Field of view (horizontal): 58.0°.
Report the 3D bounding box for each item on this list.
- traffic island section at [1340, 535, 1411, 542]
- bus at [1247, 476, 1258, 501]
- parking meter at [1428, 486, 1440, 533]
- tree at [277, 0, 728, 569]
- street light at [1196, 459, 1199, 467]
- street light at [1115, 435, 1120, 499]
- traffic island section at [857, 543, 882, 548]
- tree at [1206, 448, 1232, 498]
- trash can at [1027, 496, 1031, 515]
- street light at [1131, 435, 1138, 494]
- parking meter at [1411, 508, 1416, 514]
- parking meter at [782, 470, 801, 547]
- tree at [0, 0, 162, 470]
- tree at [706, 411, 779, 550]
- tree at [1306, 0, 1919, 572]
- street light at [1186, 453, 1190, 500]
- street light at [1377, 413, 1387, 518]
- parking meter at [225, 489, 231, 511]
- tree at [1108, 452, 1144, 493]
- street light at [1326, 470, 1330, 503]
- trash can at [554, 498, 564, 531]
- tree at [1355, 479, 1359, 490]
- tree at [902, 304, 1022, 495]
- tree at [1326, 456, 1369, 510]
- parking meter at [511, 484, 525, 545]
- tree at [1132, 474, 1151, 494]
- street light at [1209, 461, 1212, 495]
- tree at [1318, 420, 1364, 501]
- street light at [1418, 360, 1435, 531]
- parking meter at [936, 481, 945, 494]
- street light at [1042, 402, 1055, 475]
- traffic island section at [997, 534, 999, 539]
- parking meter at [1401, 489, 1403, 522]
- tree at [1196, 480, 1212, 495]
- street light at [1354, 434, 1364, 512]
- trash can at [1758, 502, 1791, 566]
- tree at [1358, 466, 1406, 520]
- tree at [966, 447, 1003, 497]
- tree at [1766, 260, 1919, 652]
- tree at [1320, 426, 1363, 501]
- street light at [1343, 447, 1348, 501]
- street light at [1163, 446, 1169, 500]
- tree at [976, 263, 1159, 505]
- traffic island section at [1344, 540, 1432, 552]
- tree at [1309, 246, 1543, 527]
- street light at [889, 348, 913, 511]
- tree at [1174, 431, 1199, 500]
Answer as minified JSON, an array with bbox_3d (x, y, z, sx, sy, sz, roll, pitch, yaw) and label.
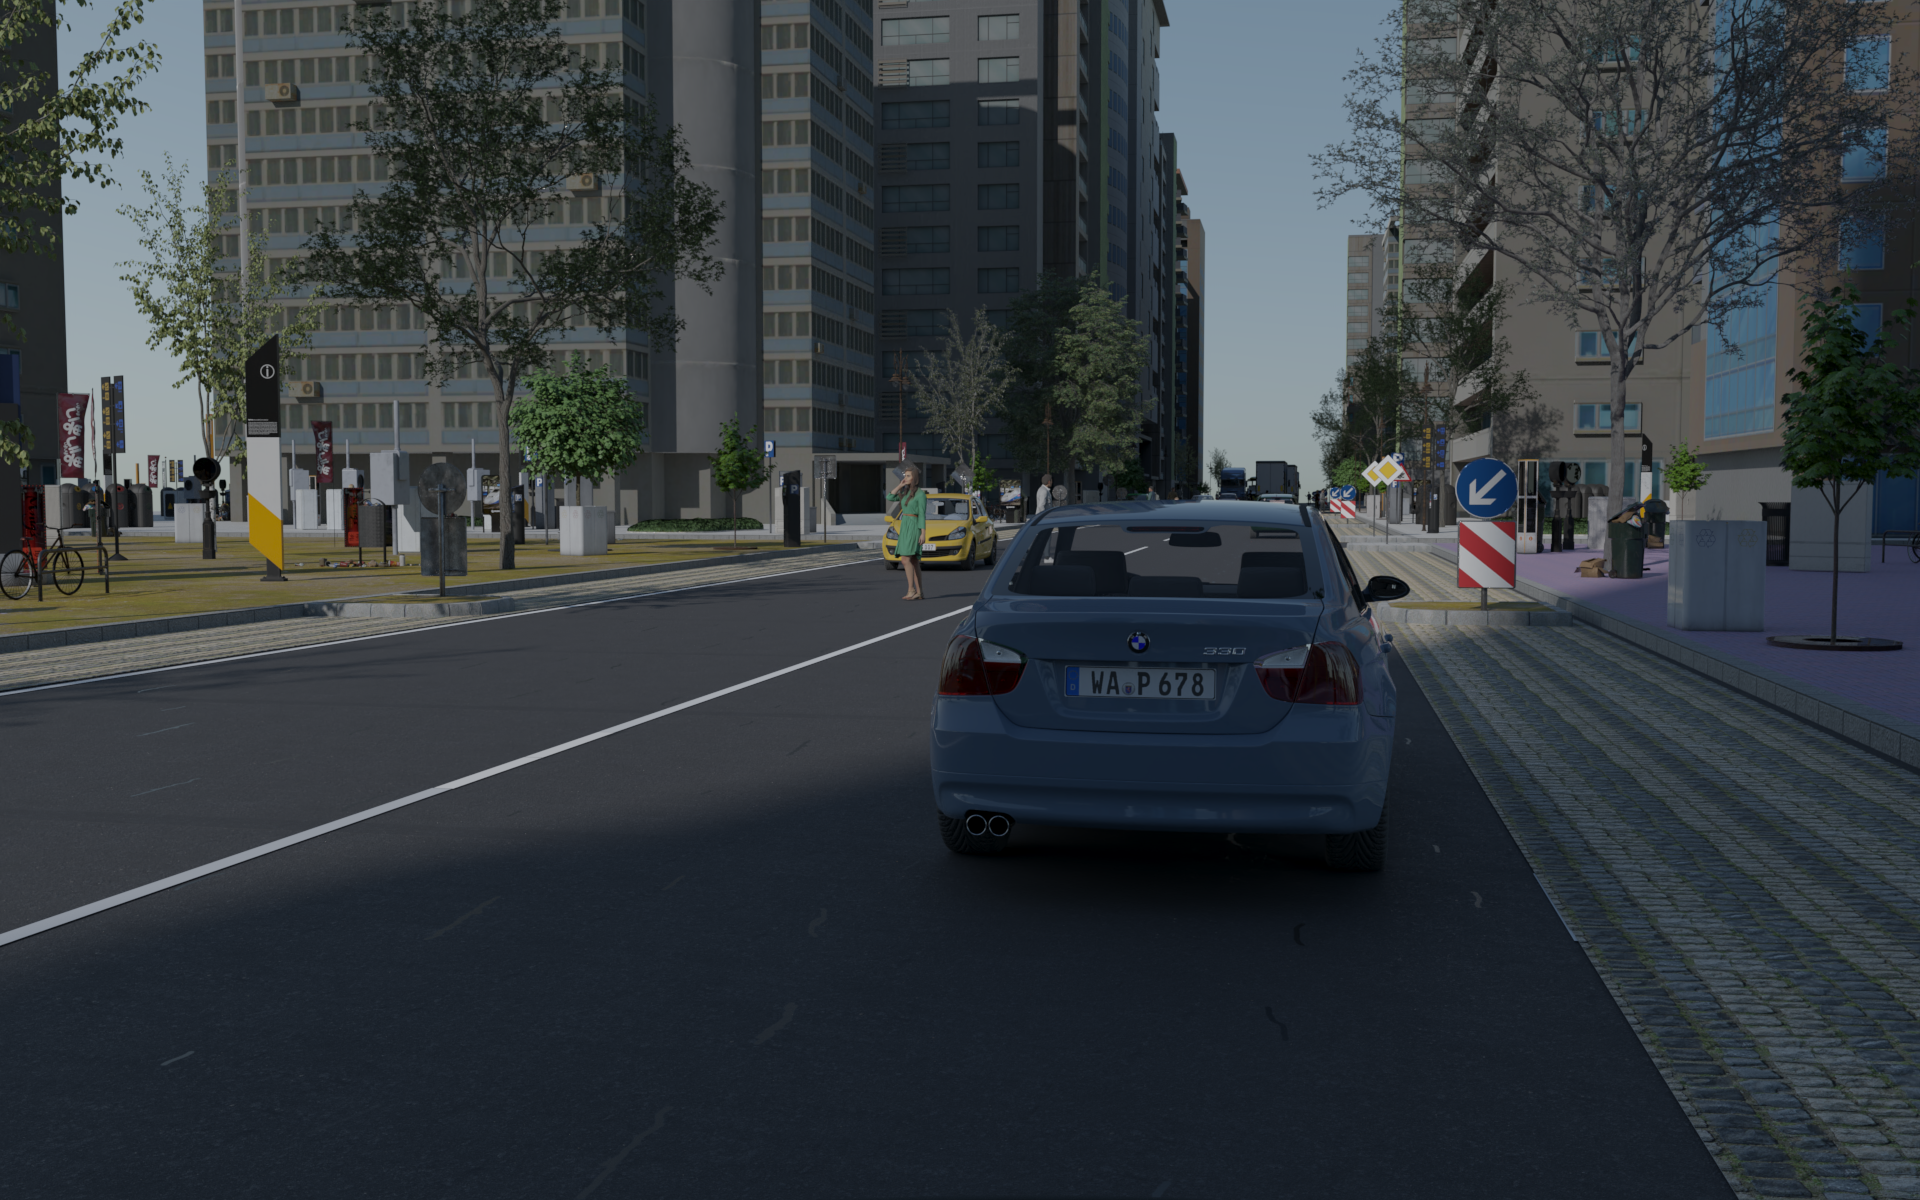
[{"bbox_3d":[12.475,-1.824,52.111,2.009,0.180,2.903,1,4,11],"label":"traffic island section"},{"bbox_3d":[41.960,-15.435,243.906,2.896,3.916,12.252,1,4,13],"label":"bus"},{"bbox_3d":[15.663,-2.988,57.266,0.372,1.533,0.369,0,3,0],"label":"parking meter"},{"bbox_3d":[-7.665,-5.832,29.766,8.767,10.594,7.601,1,4,15],"label":"tree"},{"bbox_3d":[28.967,-14.615,211.746,0.468,5.910,1.993,1,4,11],"label":"street light"},{"bbox_3d":[10.785,-8.961,119.303,0.468,5.910,1.993,1,4,11],"label":"street light"},{"bbox_3d":[-1.469,-1.494,46.708,2.009,0.180,2.903,1,4,11],"label":"traffic island section"},{"bbox_3d":[42.755,-20.340,282.913,4.737,8.622,4.395,0,3,0],"label":"tree"},{"bbox_3d":[3.904,-5.700,104.853,0.748,1.137,0.748,0,3,0],"label":"trash can"},{"bbox_3d":[13.210,-9.705,131.460,0.468,5.910,1.993,1,4,11],"label":"street light"},{"bbox_3d":[29.007,-6.409,110.504,0.255,1.863,0.399,3,5,45],"label":"parking meter"},{"bbox_3d":[-4.063,-2.204,41.746,0.399,1.863,0.255,-2,4,-31],"label":"parking meter"},{"bbox_3d":[-9.825,-4.000,15.762,4.737,8.622,4.395,0,3,0],"label":"tree"},{"bbox_3d":[-5.215,-2.775,39.976,1.663,3.219,1.824,0,3,0],"label":"tree"},{"bbox_3d":[11.028,-7.234,28.650,12.009,13.543,11.850,0,3,0],"label":"tree"},{"bbox_3d":[25.756,-13.610,195.314,0.468,5.910,1.993,1,4,11],"label":"street light"},{"bbox_3d":[22.542,-7.331,92.650,0.468,5.910,1.993,1,4,11],"label":"street light"},{"bbox_3d":[-39.673,-5.232,93.956,0.372,1.533,0.369,0,3,0],"label":"parking meter"},{"bbox_3d":[11.857,-8.673,125.509,4.285,4.588,4.351,0,3,0],"label":"tree"},{"bbox_3d":[59.689,-18.895,281.720,0.468,5.910,1.993,1,4,11],"label":"street light"},{"bbox_3d":[-13.906,-3.018,60.995,0.748,1.137,0.748,0,3,0],"label":"trash can"},{"bbox_3d":[27.477,-7.509,117.371,1.663,3.219,1.824,0,3,0],"label":"tree"},{"bbox_3d":[0.187,-7.114,66.675,4.360,8.622,3.978,0,3,0],"label":"tree"},{"bbox_3d":[32.652,-9.798,143.908,4.285,4.588,4.351,0,3,0],"label":"tree"},{"bbox_3d":[-11.270,-2.181,44.072,0.372,1.533,0.369,0,3,0],"label":"parking meter"},{"bbox_3d":[14.798,-8.971,141.275,1.663,3.219,1.824,0,3,0],"label":"tree"},{"bbox_3d":[35.221,-16.567,243.658,0.468,5.910,1.993,1,4,11],"label":"street light"},{"bbox_3d":[38.047,-13.524,171.477,4.737,8.622,4.395,0,3,0],"label":"tree"},{"bbox_3d":[16.100,-5.329,59.914,0.468,5.910,1.993,1,4,11],"label":"street light"},{"bbox_3d":[-0.896,-4.468,78.766,0.399,1.863,0.255,1,4,18],"label":"parking meter"},{"bbox_3d":[4.454,-7.010,87.406,0.468,5.910,1.993,1,4,11],"label":"street light"},{"bbox_3d":[0.071,-1.973,54.544,2.009,0.180,2.903,1,4,11],"label":"traffic island section"},{"bbox_3d":[20.539,-4.442,81.044,0.372,1.533,0.369,0,3,0],"label":"parking meter"},{"bbox_3d":[31.626,-14.240,227.420,1.663,3.219,1.824,0,3,0],"label":"tree"},{"bbox_3d":[28.814,-9.292,124.716,0.468,5.910,1.993,1,4,11],"label":"street light"},{"bbox_3d":[14.631,-1.177,30.898,0.748,1.137,0.748,0,3,0],"label":"trash can"},{"bbox_3d":[21.381,-5.648,86.948,1.663,3.219,1.824,0,3,0],"label":"tree"},{"bbox_3d":[0.659,-4.625,70.221,1.663,3.219,1.824,0,3,0],"label":"tree"},{"bbox_3d":[7.273,-1.212,14.422,1.663,3.219,1.824,0,3,0],"label":"tree"},{"bbox_3d":[39.620,-14.072,180.444,4.360,8.622,3.978,0,3,0],"label":"tree"},{"bbox_3d":[37.122,-11.873,166.919,0.468,5.910,1.993,1,4,11],"label":"street light"},{"bbox_3d":[19.412,-11.659,163.419,0.468,5.910,1.993,1,4,11],"label":"street light"},{"bbox_3d":[5.986,-11.525,95.085,9.857,13.997,8.962,0,3,0],"label":"tree"},{"bbox_3d":[10.935,-1.345,44.275,2.009,0.180,2.903,1,4,11],"label":"traffic island section"},{"bbox_3d":[18.257,-8.060,66.186,7.601,10.594,8.767,-3,4,-37],"label":"tree"},{"bbox_3d":[-1.871,-5.031,55.039,0.468,5.910,1.993,1,4,11],"label":"street light"},{"bbox_3d":[25.971,-15.410,202.311,4.360,8.622,3.978,0,3,0],"label":"tree"}]
